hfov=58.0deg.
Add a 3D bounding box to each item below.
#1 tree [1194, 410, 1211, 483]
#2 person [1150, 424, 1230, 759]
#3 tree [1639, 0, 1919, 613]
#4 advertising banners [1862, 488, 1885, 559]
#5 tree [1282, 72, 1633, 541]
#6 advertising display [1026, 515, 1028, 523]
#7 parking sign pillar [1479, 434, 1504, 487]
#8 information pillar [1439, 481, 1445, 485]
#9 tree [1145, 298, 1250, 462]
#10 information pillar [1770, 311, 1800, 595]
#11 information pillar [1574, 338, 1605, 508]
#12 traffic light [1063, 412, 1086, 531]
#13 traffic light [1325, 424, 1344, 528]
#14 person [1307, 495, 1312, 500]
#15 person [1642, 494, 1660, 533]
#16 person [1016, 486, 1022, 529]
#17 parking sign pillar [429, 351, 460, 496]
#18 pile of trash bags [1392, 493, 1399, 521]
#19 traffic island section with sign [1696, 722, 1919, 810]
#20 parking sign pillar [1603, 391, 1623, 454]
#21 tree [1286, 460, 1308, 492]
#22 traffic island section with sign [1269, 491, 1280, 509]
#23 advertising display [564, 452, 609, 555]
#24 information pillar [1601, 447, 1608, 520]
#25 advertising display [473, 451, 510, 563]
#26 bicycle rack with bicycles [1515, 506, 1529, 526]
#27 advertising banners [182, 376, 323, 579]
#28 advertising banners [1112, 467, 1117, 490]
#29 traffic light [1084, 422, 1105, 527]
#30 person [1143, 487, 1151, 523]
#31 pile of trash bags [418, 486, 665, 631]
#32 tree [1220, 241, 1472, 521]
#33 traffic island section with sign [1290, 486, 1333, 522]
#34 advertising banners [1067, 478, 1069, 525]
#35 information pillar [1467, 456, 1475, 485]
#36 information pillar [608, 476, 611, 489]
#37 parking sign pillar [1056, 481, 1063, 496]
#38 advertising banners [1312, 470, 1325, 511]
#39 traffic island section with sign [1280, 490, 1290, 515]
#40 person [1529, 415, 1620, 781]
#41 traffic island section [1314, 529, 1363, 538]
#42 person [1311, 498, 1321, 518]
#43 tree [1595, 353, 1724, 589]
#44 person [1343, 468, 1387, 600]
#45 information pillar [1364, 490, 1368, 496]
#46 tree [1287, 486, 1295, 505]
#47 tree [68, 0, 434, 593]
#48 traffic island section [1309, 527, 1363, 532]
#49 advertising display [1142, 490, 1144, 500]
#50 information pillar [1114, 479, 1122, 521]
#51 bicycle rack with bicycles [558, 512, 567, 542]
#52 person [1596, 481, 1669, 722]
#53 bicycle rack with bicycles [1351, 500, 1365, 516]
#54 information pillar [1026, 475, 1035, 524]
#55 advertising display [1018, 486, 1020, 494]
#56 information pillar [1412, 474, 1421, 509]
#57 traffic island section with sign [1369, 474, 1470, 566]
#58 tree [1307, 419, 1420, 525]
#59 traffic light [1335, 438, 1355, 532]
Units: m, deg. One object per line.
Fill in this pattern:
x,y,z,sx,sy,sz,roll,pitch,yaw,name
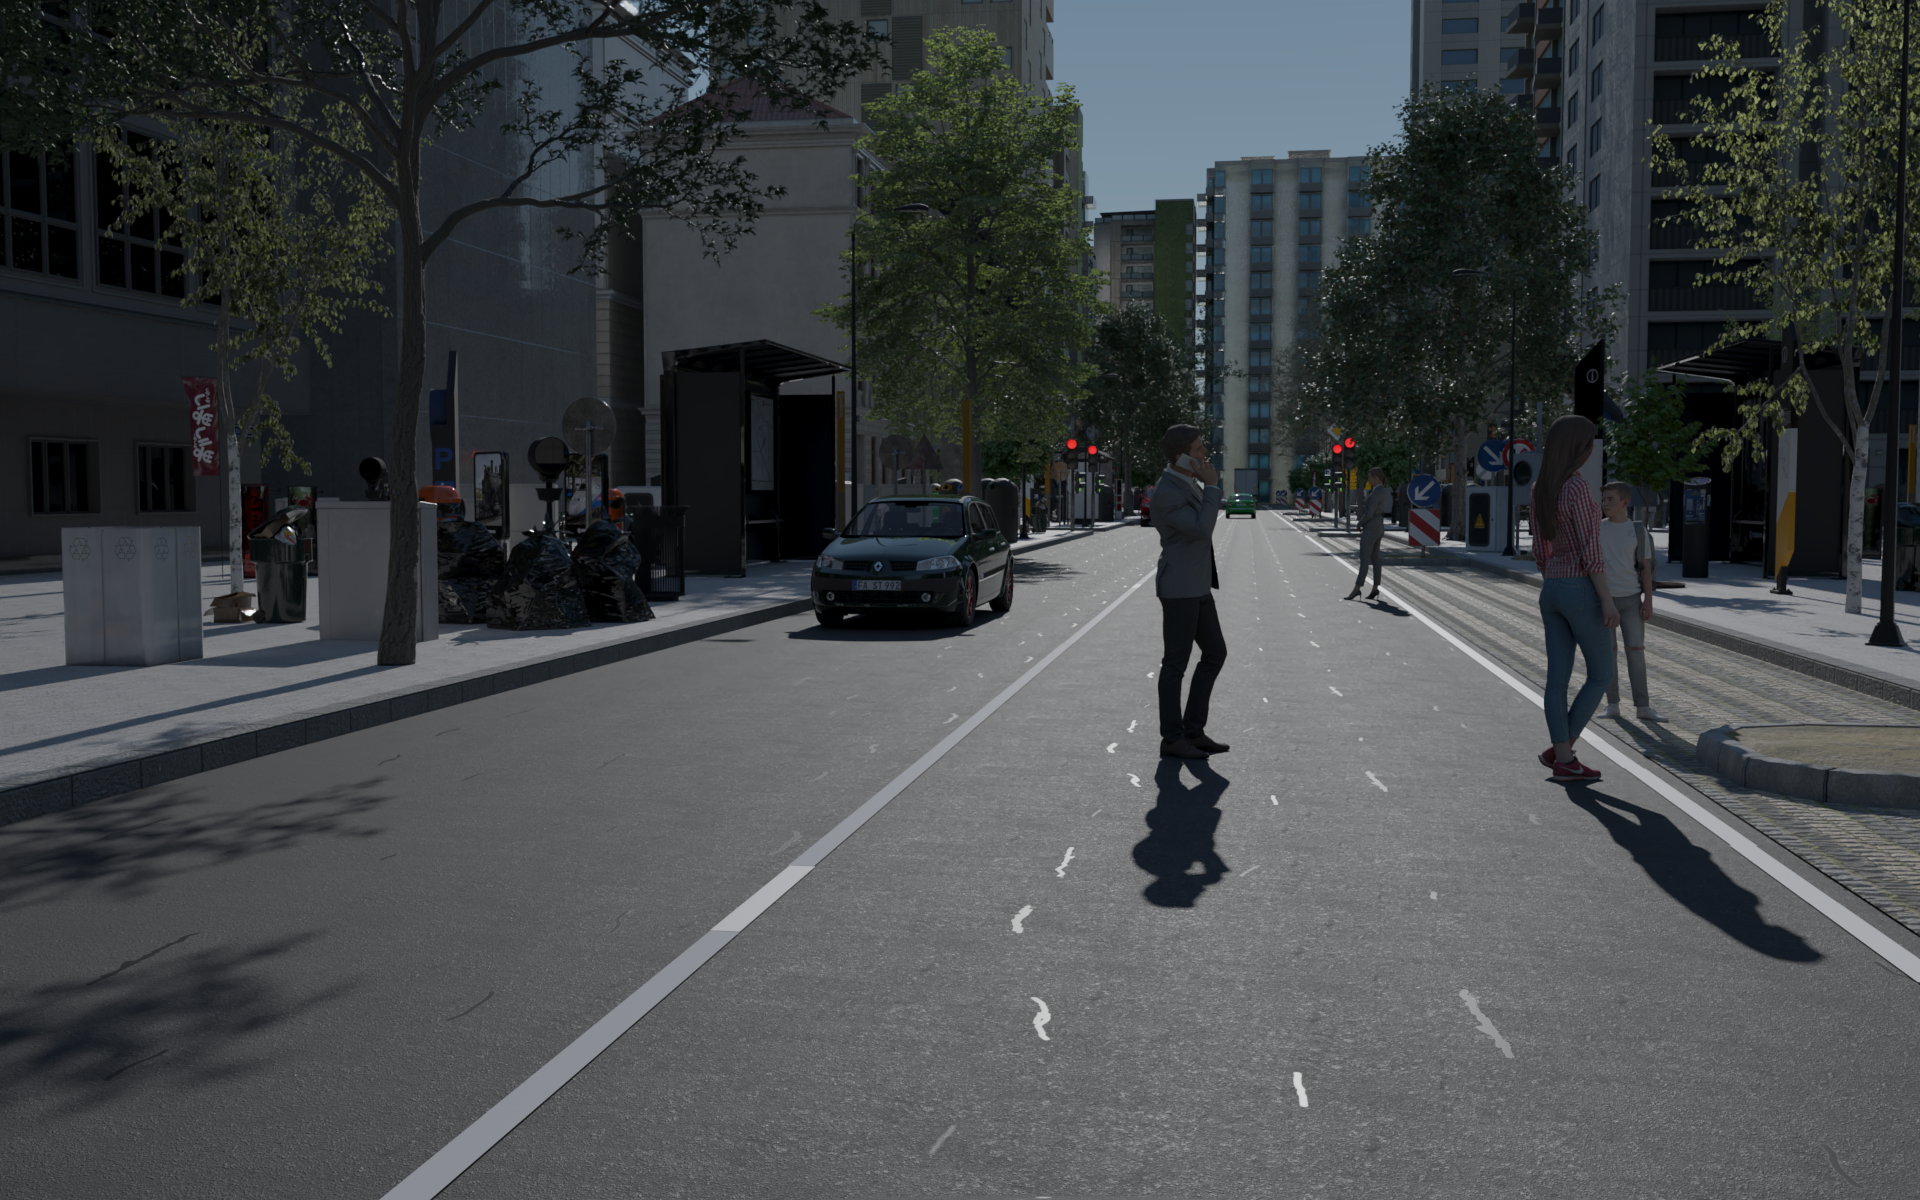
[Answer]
23.438,-16.367,185.728,7.486,12.596,7.792,0,3,0,tree
1.265,-0.047,9.448,0.473,1.802,0.592,2,4,31,person
9.659,-4.177,18.654,4.360,8.622,3.978,0,3,0,tree
17.588,-2.360,34.774,0.090,3.025,2.074,-2,4,-34,advertising banners
13.703,-7.982,47.507,9.611,12.733,9.660,0,3,0,tree
2.886,-4.237,74.481,0.123,1.923,0.974,1,4,18,advertising display
22.877,-5.266,74.572,1.447,3.967,1.447,-3,5,-41,parking sign pillar
26.587,-5.584,95.792,0.304,2.012,0.304,-3,5,-41,information pillar
21.501,-19.018,166.836,12.611,20.169,13.585,0,3,0,tree
10.535,-1.878,22.055,0.183,3.616,0.504,1,4,9,information pillar
9.558,-2.140,26.343,0.183,3.616,0.504,-2,4,-32,information pillar
3.875,-4.305,59.306,0.839,4.253,0.868,1,4,9,traffic light
14.271,-4.696,65.700,0.839,4.253,0.868,1,4,9,traffic light
44.530,-12.943,220.651,0.750,1.759,0.617,1,4,12,person
23.636,-3.101,59.395,0.606,1.804,0.583,1,4,11,person
2.103,-3.410,64.795,0.519,1.759,0.362,3,5,42,person
-9.495,-2.661,31.976,1.447,3.967,1.447,-1,4,-13,parking sign pillar
21.602,-4.479,82.979,1.912,1.369,3.447,-1,4,-12,pile of trash bags
4.852,0.000,8.635,1.989,1.847,2.006,1,4,9,traffic island section with sign
14.909,-3.173,40.344,1.447,3.967,1.447,-1,4,-9,parking sign pillar
27.453,-9.055,131.770,4.285,4.588,4.351,0,3,0,tree
30.953,-9.637,166.198,1.989,1.847,2.006,1,4,9,traffic island section with sign
-5.841,-1.338,27.090,0.974,1.923,0.123,3,5,41,advertising display
9.992,-1.393,27.274,0.304,2.012,0.304,3,5,39,information pillar
-7.123,-1.293,26.355,0.123,1.923,0.974,-3,5,-40,advertising display
22.330,-3.533,71.143,2.925,0.926,2.852,-1,4,-11,bicycle rack with bicycles
-10.730,-1.845,26.355,2.074,3.025,0.090,-3,5,-42,advertising banners
8.918,-6.919,109.314,2.074,3.025,0.090,1,4,16,advertising banners
5.181,-4.787,67.184,0.839,4.253,0.868,1,4,9,traffic light
9.326,-4.730,86.005,0.590,1.801,0.661,0,4,-2,person
-4.712,-0.498,17.891,3.447,1.369,1.912,3,5,44,pile of trash bags
19.301,-10.529,82.513,12.009,13.543,11.850,0,3,0,tree
18.343,-4.982,90.075,1.989,1.847,2.006,1,4,9,traffic island section with sign
4.445,-4.596,71.338,0.090,3.025,2.074,0,4,5,advertising banners
31.377,-7.038,106.423,0.183,3.616,0.504,-3,5,-40,information pillar
-14.579,-4.104,71.588,0.304,2.012,0.304,0,4,-3,information pillar
6.888,-7.583,112.451,1.447,3.967,1.447,3,4,39,parking sign pillar
26.186,-7.925,125.768,0.090,3.025,2.074,-2,4,-25,advertising banners
22.755,-6.608,116.668,1.989,1.847,2.006,1,4,9,traffic island section with sign
3.077,-0.008,8.646,0.388,1.821,0.555,-2,4,-25,person
13.004,-2.180,57.930,2.009,0.180,2.903,1,4,9,traffic island section
19.367,-5.266,94.376,0.755,1.850,0.659,3,4,36,person
9.634,-1.791,23.890,1.663,3.219,1.824,0,3,0,tree
5.506,-0.903,23.536,0.573,1.790,0.520,1,4,10,person
32.554,-9.044,139.228,0.504,3.616,0.183,-1,4,-19,information pillar
41.144,-13.345,212.785,1.663,3.219,1.824,0,3,0,tree
-8.930,-4.366,21.754,4.360,8.622,3.978,0,3,0,tree
14.309,-2.662,65.808,2.009,0.180,2.903,1,4,9,traffic island section
13.875,-7.703,131.164,0.123,1.923,0.974,1,4,8,advertising display
7.687,-4.871,84.140,0.304,2.012,0.304,-1,4,-12,information pillar
-9.000,-1.761,42.175,2.852,0.926,2.925,-1,4,-17,bicycle rack with bicycles
4.210,0.007,10.982,0.503,1.515,0.523,0,4,-8,person
23.566,-5.285,99.795,2.852,0.926,2.925,-3,5,-44,bicycle rack with bicycles
2.878,-4.976,72.719,0.504,3.616,0.183,2,4,27,information pillar
4.192,-7.419,126.512,0.974,1.923,0.123,1,4,17,advertising display
16.951,-3.660,64.325,0.304,2.012,0.304,2,4,27,information pillar
9.254,-1.627,35.230,1.989,1.847,2.006,1,4,9,traffic island section with sign
17.523,-5.374,71.587,4.285,4.588,4.351,0,3,0,tree
12.966,-4.214,57.822,0.839,4.253,0.868,1,4,9,traffic light
